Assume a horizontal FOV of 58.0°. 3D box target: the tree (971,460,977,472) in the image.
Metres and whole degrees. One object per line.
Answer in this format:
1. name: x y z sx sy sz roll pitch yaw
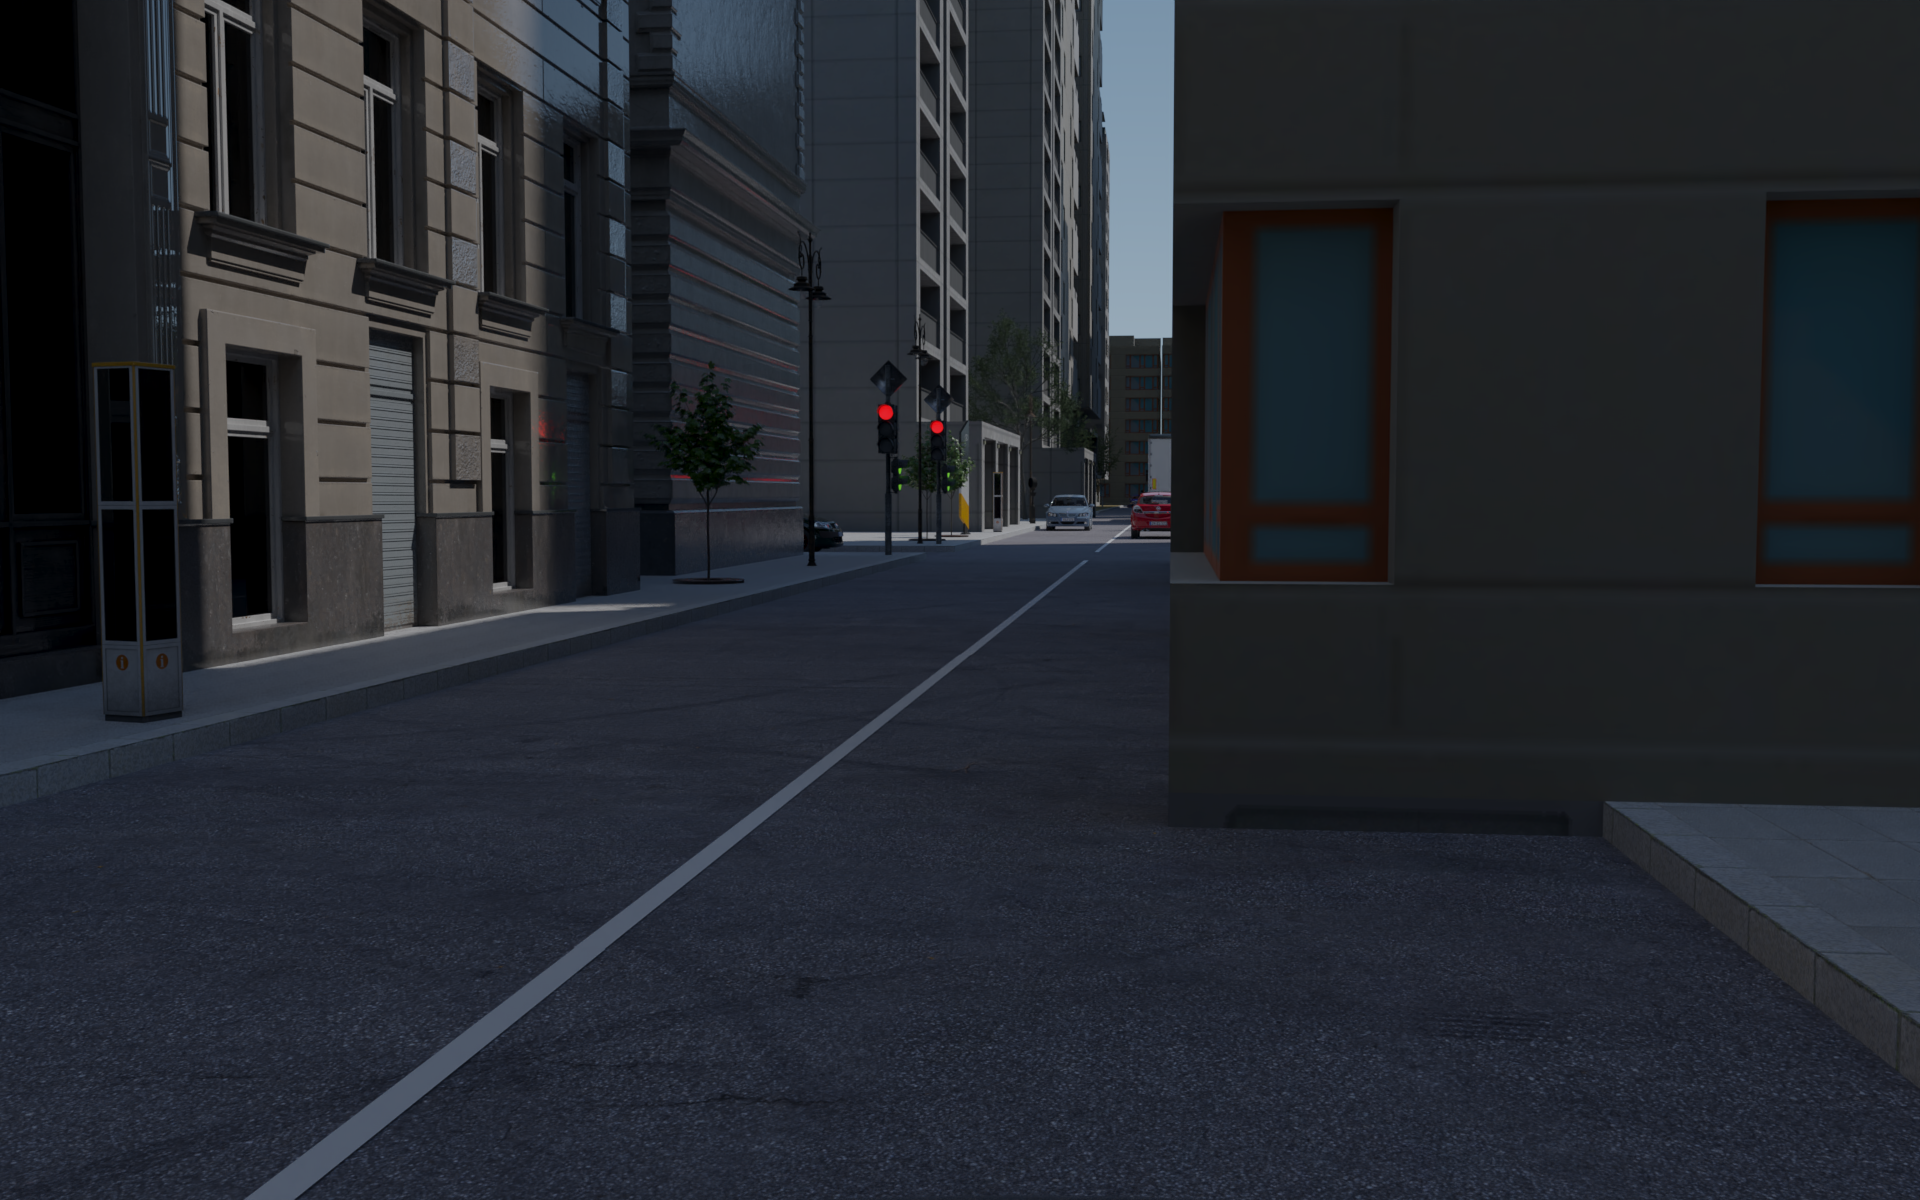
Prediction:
1. tree: -0.391 -3.492 51.689 1.663 3.219 1.824 0 3 0

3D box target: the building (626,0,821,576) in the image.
1. building: -13.058 -12.442 32.297 19.941 23.489 11.050 0 4 7

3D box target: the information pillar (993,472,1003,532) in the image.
1. information pillar: 1.277 -3.295 58.367 0.304 2.012 0.304 0 4 6

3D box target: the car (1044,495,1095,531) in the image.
1. car: 4.380 -3.494 69.126 2.014 1.417 4.499 0 4 6

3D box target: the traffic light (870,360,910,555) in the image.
1. traffic light: -1.491 -2.902 36.362 0.839 4.253 0.868 0 4 7

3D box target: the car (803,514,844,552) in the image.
1. car: -4.898 -1.938 41.473 4.222 1.686 2.009 0 4 7

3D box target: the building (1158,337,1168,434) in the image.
1. building: 39.410 -22.515 213.160 28.899 21.520 27.650 0 4 7

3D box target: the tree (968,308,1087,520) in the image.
1. tree: 2.951 -9.339 87.112 7.601 10.594 8.767 1 4 11

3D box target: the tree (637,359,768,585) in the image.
1. tree: -3.507 -1.853 24.894 1.663 3.219 1.824 0 3 0

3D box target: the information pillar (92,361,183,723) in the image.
1. information pillar: -4.653 -0.326 9.815 0.304 2.012 0.304 1 4 20

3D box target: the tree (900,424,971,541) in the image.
1. tree: -0.784 -3.246 47.677 1.663 3.219 1.824 0 3 0

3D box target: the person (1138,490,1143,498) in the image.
1. person: 18.691 -10.366 177.612 0.705 1.869 1.348 -3 5 -45

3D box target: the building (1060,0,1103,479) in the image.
1. building: -0.708 -34.955 160.754 28.713 52.752 27.495 0 4 7

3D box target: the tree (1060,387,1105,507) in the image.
1. tree: 7.191 -10.151 116.327 4.737 8.622 4.395 0 3 0

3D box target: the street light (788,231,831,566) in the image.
1. street light: -2.645 -3.544 30.740 0.468 5.910 1.993 0 4 7

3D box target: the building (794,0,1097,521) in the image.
1. building: -2.363 -40.502 100.465 20.563 71.187 20.611 0 4 7

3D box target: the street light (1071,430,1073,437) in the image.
1. street light: 7.369 -8.576 113.009 0.468 5.910 1.993 0 4 7

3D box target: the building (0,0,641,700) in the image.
1. building: -11.333 -13.073 11.007 12.463 27.353 25.104 0 4 7

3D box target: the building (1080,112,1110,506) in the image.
1. building: 9.142 -30.856 188.090 14.086 41.232 14.154 0 4 7

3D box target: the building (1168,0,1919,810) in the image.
1. building: 16.363 -10.667 19.443 27.650 21.520 28.899 0 4 7

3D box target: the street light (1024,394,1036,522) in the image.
1. street light: 3.224 -6.490 78.897 0.468 5.910 1.993 0 4 7

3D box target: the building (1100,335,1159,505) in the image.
1. building: 10.592 -22.764 217.227 28.899 21.520 27.650 0 4 7

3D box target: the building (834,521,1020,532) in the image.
1. building: -8.147 -38.495 67.638 20.563 71.187 20.611 0 4 7

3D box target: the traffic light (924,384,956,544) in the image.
1. traffic light: -0.527 -3.386 44.289 0.839 4.253 0.868 0 4 7

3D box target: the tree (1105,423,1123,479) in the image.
1. tree: 14.609 -13.868 177.111 4.737 8.622 4.395 0 3 0

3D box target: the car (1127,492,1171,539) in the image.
1. car: 6.548 -2.925 56.861 2.155 1.783 4.494 0 4 7

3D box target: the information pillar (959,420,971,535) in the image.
1. information pillar: 0.134 -3.876 54.724 0.183 3.616 0.504 2 4 31

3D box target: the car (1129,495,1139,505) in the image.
1. car: 19.536 -10.864 190.210 1.945 1.354 3.894 0 4 6

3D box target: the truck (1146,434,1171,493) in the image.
1. truck: 10.675 -5.976 86.614 2.839 4.237 11.283 0 4 7

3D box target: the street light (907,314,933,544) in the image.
1. street light: -1.031 -4.392 44.596 0.468 5.910 1.993 0 4 7

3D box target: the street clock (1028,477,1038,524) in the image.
1. street clock: 3.154 -4.312 75.070 0.358 2.002 0.471 -2 4 -26
